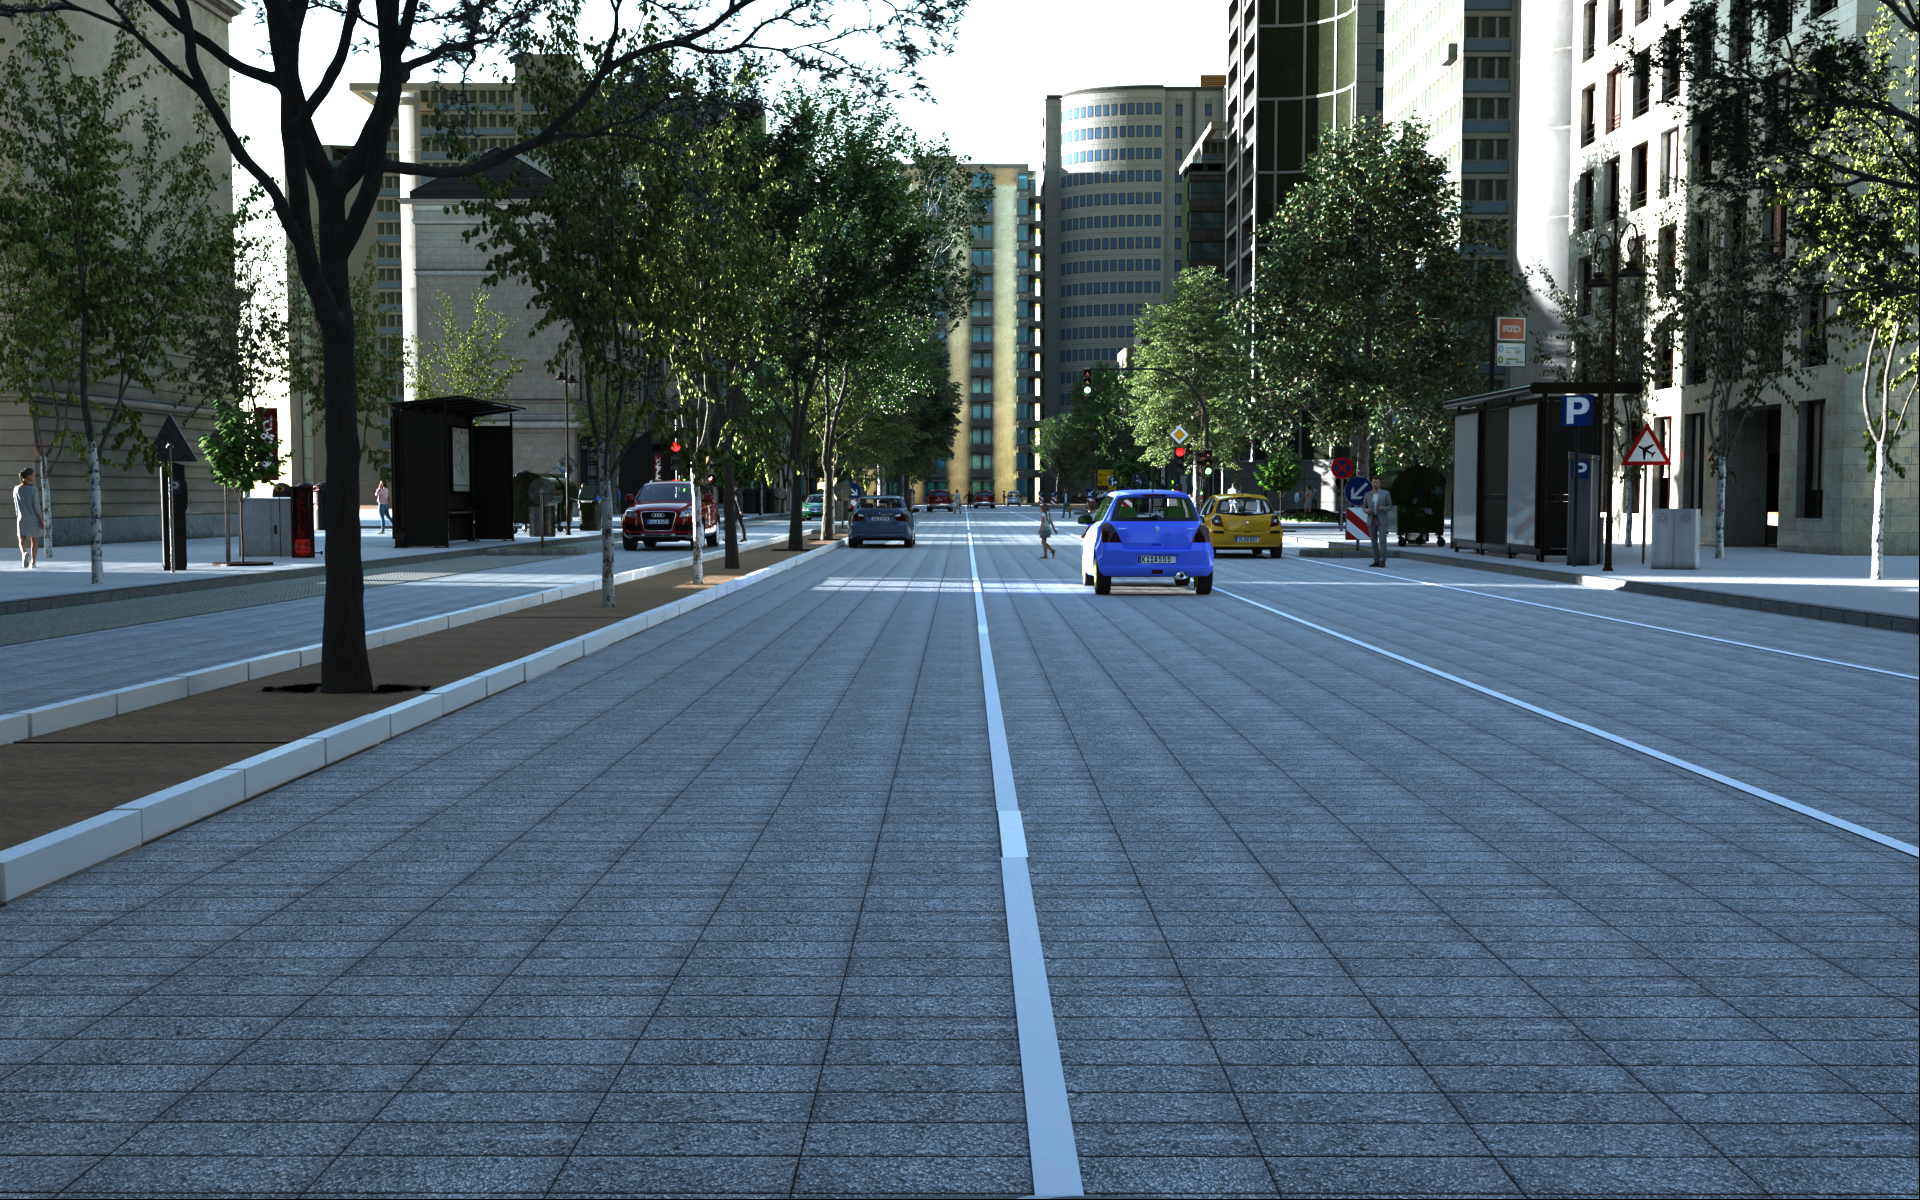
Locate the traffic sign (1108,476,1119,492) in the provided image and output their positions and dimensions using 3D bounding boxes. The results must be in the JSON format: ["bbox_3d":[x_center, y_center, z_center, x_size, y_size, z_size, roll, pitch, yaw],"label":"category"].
[{"bbox_3d":[10.945,-7.562,123.751,0.768,2.556,0.104,0,4,5],"label":"traffic sign"}]

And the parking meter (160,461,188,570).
[{"bbox_3d":[-13.254,-1.438,29.230,0.399,1.863,0.255,-2,4,-30],"label":"parking meter"}]

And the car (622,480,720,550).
[{"bbox_3d":[-7.588,-2.272,45.819,2.281,1.827,5.304,0,4,-1],"label":"car"}]

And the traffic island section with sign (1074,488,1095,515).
[{"bbox_3d":[9.060,-6.943,122.148,1.989,1.847,2.006,0,4,0],"label":"traffic island section with sign"}]

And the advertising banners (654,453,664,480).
[{"bbox_3d":[-13.625,-4.803,74.711,2.074,3.025,0.090,2,4,24],"label":"advertising banners"}]

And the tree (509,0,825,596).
[{"bbox_3d":[-4.115,-4.534,26.952,4.737,8.622,4.395,0,3,0],"label":"tree"}]

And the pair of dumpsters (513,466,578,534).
[{"bbox_3d":[-14.009,-3.395,58.002,1.574,2.255,4.437,0,3,0],"label":"pair of dumpsters"}]

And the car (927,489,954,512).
[{"bbox_3d":[-1.615,-8.087,140.895,2.281,1.827,5.304,0,4,2],"label":"car"}]

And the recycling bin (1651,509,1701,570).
[{"bbox_3d":[12.306,-1.054,29.779,0.722,1.027,0.722,2,4,28],"label":"recycling bin"}]

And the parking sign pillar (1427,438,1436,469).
[{"bbox_3d":[18.927,-5.015,70.472,1.447,3.967,1.447,3,4,36],"label":"parking sign pillar"}]

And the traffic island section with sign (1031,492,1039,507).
[{"bbox_3d":[9.230,-11.739,200.566,1.989,1.847,2.006,0,4,0],"label":"traffic island section with sign"}]

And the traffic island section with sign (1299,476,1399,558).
[{"bbox_3d":[8.869,-1.902,39.730,1.989,1.847,2.006,0,4,0],"label":"traffic island section with sign"}]

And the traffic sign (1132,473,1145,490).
[{"bbox_3d":[10.917,-6.465,105.803,0.768,2.556,0.104,0,4,7],"label":"traffic sign"}]

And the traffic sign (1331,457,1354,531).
[{"bbox_3d":[13.084,-3.623,59.344,0.768,2.556,0.104,0,4,3],"label":"traffic sign"}]

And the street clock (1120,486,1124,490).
[{"bbox_3d":[11.749,-7.398,125.531,0.358,2.002,0.471,1,4,15],"label":"street clock"}]

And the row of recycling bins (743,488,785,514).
[{"bbox_3d":[-12.921,-6.577,114.644,1.069,1.692,3.534,3,4,39],"label":"row of recycling bins"}]

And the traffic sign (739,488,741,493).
[{"bbox_3d":[-13.350,-6.424,105.146,0.768,2.556,0.104,1,4,10],"label":"traffic sign"}]

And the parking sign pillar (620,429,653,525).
[{"bbox_3d":[-13.431,-5.107,71.967,1.447,3.967,1.447,0,4,1],"label":"parking sign pillar"}]

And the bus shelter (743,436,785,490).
[{"bbox_3d":[-13.787,-8.795,121.428,2.179,5.291,8.768,0,4,0],"label":"bus shelter"}]

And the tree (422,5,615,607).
[{"bbox_3d":[-4.386,-4.189,21.312,4.737,8.622,4.395,0,3,0],"label":"tree"}]

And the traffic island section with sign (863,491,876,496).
[{"bbox_3d":[-9.651,-10.017,172.402,1.989,1.847,2.006,0,4,0],"label":"traffic island section with sign"}]

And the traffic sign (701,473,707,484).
[{"bbox_3d":[-13.868,-5.714,93.532,0.768,2.556,0.104,0,4,4],"label":"traffic sign"}]

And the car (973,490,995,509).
[{"bbox_3d":[2.410,-10.033,172.708,2.281,1.827,5.304,0,4,-2],"label":"car"}]

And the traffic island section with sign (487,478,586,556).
[{"bbox_3d":[-9.960,-1.978,40.969,1.989,1.847,2.006,0,4,0],"label":"traffic island section with sign"}]

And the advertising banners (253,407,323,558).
[{"bbox_3d":[-13.210,-2.363,34.819,2.074,3.025,0.090,1,4,9],"label":"advertising banners"}]

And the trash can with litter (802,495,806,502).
[{"bbox_3d":[-13.076,-8.013,142.399,0.624,1.170,1.055,3,4,37],"label":"trash can with litter"}]

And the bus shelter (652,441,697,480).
[{"bbox_3d":[-13.037,-5.335,78.512,1.731,3.624,6.357,0,3,0],"label":"bus shelter"}]

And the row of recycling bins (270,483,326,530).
[{"bbox_3d":[-23.195,-3.362,62.082,3.534,1.692,1.069,1,4,21],"label":"row of recycling bins"}]

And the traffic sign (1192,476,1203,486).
[{"bbox_3d":[12.990,-5.667,94.780,0.606,2.300,0.079,1,4,9],"label":"traffic sign"}]

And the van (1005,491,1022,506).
[{"bbox_3d":[6.430,-12.275,207.705,2.013,2.044,4.112,0,4,1],"label":"van"}]

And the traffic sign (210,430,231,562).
[{"bbox_3d":[-13.782,-1.984,32.546,0.768,2.556,0.104,1,4,9],"label":"traffic sign"}]

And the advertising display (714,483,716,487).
[{"bbox_3d":[-14.476,-5.942,102.365,0.123,1.923,0.974,-1,4,-9],"label":"advertising display"}]

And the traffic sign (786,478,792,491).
[{"bbox_3d":[-13.951,-8.545,139.809,0.768,2.556,0.104,0,4,5],"label":"traffic sign"}]

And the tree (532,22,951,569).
[{"bbox_3d":[-4.332,-5.889,33.150,8.767,10.594,7.601,0,4,0],"label":"tree"}]

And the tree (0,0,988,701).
[{"bbox_3d":[-4.402,-6.063,11.958,12.009,13.543,11.850,0,3,0],"label":"tree"}]

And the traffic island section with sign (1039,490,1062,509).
[{"bbox_3d":[9.176,-10.016,172.387,1.989,1.847,2.006,0,4,0],"label":"traffic island section with sign"}]

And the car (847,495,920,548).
[{"bbox_3d":[-2.124,-2.179,47.630,2.014,1.417,4.499,0,4,0],"label":"car"}]

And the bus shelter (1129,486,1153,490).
[{"bbox_3d":[12.296,-7.863,119.839,1.731,3.624,6.357,0,4,0],"label":"bus shelter"}]

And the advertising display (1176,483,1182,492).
[{"bbox_3d":[13.313,-6.132,105.467,0.123,1.923,0.974,-1,4,-9],"label":"advertising display"}]

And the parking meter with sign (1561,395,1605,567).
[{"bbox_3d":[11.281,-2.140,31.258,0.543,3.016,1.738,2,4,30],"label":"parking meter with sign"}]

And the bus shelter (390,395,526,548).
[{"bbox_3d":[-12.720,-3.243,44.310,1.731,3.624,6.357,0,4,0],"label":"bus shelter"}]

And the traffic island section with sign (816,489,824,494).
[{"bbox_3d":[-9.770,-6.952,122.290,1.989,1.847,2.006,0,4,0],"label":"traffic island section with sign"}]

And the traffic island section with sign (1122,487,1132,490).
[{"bbox_3d":[8.992,-5.295,95.193,1.989,1.847,2.006,0,4,0],"label":"traffic island section with sign"}]

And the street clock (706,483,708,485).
[{"bbox_3d":[-13.943,-5.555,95.386,0.358,2.002,0.471,1,4,15],"label":"street clock"}]

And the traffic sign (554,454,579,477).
[{"bbox_3d":[-12.713,-3.437,55.930,0.795,2.593,0.064,0,4,2],"label":"traffic sign"}]

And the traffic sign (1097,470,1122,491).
[{"bbox_3d":[12.552,-9.171,143.817,2.265,3.308,0.079,1,4,9],"label":"traffic sign"}]

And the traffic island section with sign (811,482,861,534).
[{"bbox_3d":[-4.314,-3.348,62.879,2.006,1.907,1.989,0,4,0],"label":"traffic island section with sign"}]

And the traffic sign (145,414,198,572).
[{"bbox_3d":[-12.906,-1.733,28.331,0.884,2.594,0.081,0,4,2],"label":"traffic sign"}]

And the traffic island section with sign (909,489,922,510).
[{"bbox_3d":[-4.124,-8.397,145.424,2.006,1.907,1.989,0,4,0],"label":"traffic island section with sign"}]

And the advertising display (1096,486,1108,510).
[{"bbox_3d":[11.300,-8.117,137.920,0.974,1.923,0.123,0,4,2],"label":"advertising display"}]

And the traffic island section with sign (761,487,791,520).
[{"bbox_3d":[-9.836,-5.298,95.246,1.989,1.847,2.006,0,4,0],"label":"traffic island section with sign"}]

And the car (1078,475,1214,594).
[{"bbox_3d":[2.763,-1.007,26.058,1.945,1.707,3.694,0,4,0],"label":"car"}]

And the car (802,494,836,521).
[{"bbox_3d":[-7.452,-4.934,92.475,2.131,1.459,4.920,0,4,1],"label":"car"}]

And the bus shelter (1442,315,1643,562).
[{"bbox_3d":[11.724,-3.612,36.692,2.179,5.291,8.768,0,4,0],"label":"bus shelter"}]

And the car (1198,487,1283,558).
[{"bbox_3d":[6.346,-1.827,40.093,2.015,1.641,3.980,0,4,1],"label":"car"}]

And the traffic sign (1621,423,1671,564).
[{"bbox_3d":[12.634,-1.953,31.935,0.884,2.594,0.081,0,4,8],"label":"traffic sign"}]

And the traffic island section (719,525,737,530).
[{"bbox_3d":[-10.212,-2.958,70.643,2.009,0.180,2.903,0,4,0],"label":"traffic island section"}]

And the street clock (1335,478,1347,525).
[{"bbox_3d":[15.581,-4.052,70.813,0.471,2.002,0.358,1,4,10],"label":"street clock"}]
